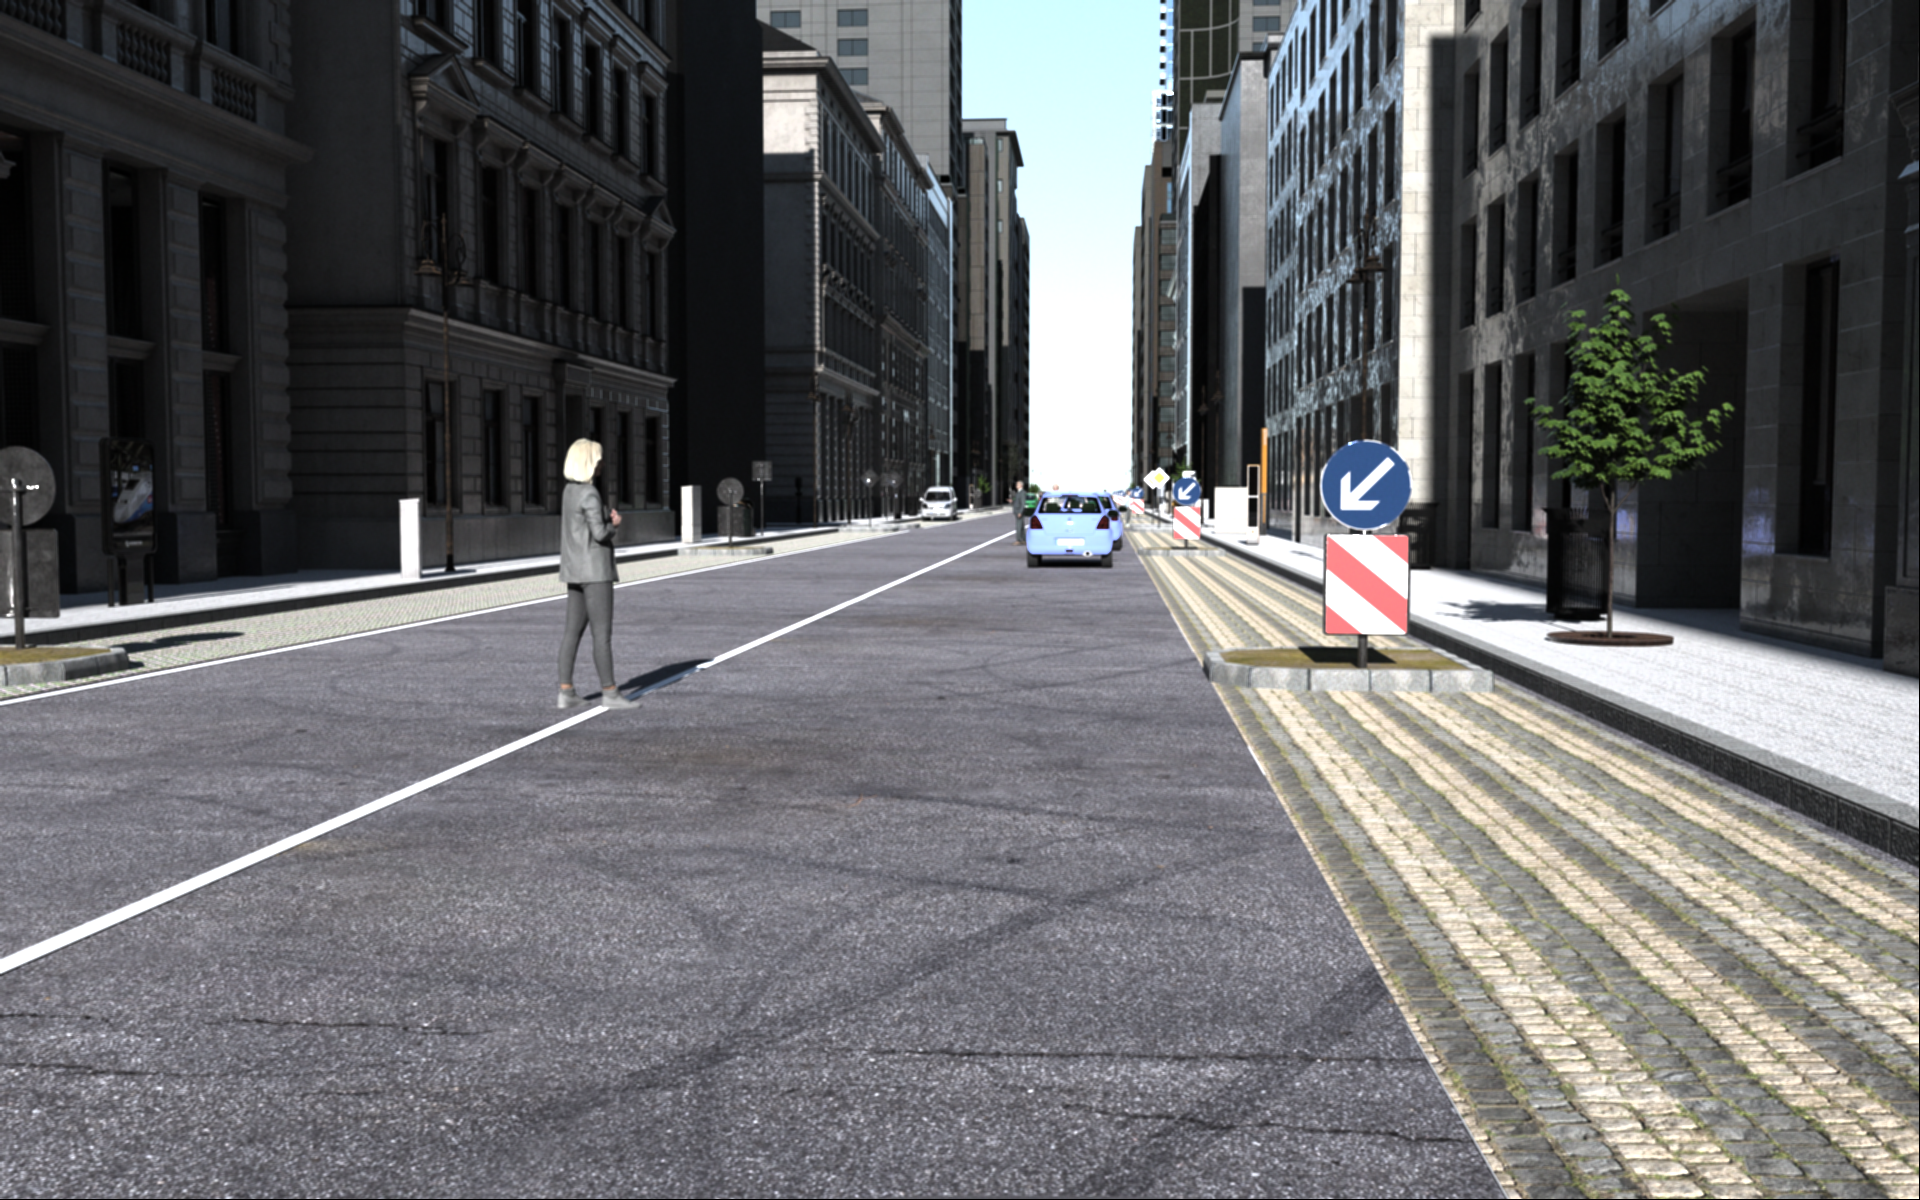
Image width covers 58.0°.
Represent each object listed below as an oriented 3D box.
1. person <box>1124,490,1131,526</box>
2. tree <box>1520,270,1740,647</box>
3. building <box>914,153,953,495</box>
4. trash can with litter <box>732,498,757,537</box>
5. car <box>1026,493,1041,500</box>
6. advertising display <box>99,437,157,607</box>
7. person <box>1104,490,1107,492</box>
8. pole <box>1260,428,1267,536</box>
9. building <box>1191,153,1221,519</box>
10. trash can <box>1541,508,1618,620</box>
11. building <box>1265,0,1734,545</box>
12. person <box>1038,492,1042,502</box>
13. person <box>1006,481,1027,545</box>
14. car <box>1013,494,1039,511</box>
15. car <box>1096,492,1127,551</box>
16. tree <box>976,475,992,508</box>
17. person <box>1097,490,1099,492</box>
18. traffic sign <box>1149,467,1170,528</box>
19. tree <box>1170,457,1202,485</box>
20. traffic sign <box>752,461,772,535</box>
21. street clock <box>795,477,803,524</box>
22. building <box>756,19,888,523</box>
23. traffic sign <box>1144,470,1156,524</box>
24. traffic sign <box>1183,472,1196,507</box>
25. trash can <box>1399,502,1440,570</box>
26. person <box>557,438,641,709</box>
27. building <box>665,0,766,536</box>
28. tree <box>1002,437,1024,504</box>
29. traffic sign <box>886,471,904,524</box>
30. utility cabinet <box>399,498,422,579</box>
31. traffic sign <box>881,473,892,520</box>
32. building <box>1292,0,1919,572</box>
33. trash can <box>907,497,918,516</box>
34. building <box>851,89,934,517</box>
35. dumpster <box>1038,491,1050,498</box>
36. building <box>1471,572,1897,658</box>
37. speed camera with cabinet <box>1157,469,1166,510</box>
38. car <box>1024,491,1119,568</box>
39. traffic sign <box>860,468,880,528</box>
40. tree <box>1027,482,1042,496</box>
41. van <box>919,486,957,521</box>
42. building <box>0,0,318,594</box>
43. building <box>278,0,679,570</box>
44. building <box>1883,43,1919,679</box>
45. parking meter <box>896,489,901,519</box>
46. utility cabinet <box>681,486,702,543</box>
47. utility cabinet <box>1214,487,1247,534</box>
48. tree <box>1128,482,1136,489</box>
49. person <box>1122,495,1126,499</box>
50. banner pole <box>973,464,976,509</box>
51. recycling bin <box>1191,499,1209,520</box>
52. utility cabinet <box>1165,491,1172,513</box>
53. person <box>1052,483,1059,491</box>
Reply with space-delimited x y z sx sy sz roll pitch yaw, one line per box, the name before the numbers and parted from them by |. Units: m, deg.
person | 7.481 -4.088 77.148 0.330 1.601 0.589 2 4 24
tree | 5.529 -1.243 14.920 1.663 3.219 1.824 0 3 0
building | -7.420 -19.130 130.794 12.078 24.808 19.932 0 4 5
trash can with litter | -6.408 -2.457 51.554 0.624 1.170 1.055 0 4 4
car | 5.471 -7.964 139.259 2.155 1.783 4.494 0 4 3
advertising display | -9.622 -0.908 20.066 0.123 1.923 0.974 0 4 4
person | 12.810 -8.814 152.606 0.705 1.824 1.348 -1 4 -16
pole | 9.391 -3.652 53.558 0.158 3.312 0.155 0 3 0
building | 19.521 -16.296 96.123 12.332 23.373 15.834 0 4 5
trash can | 6.357 -0.377 17.812 0.748 1.137 0.748 0 3 0
building | 15.672 -12.209 54.368 10.420 20.320 16.860 0 4 5
person | 11.683 -14.835 251.856 0.445 1.727 0.742 3 4 37
person | 1.622 -2.463 48.947 0.590 1.801 0.661 0 4 -8
car | 5.183 -7.689 134.506 1.959 1.807 4.718 0 4 7
car | 3.387 -2.179 45.213 1.945 1.707 3.694 0 4 6
tree | 1.877 -9.958 157.411 1.663 3.219 1.824 0 3 0
person | 14.891 -10.966 187.654 0.709 1.838 0.599 2 4 23
traffic sign | 7.480 -3.757 65.064 0.795 2.450 0.064 0 4 5
tree | 11.700 -5.819 89.745 1.663 3.219 1.824 0 3 0
traffic sign | -6.120 -3.143 53.520 0.606 2.300 0.079 0 4 7
street clock | -6.977 -4.304 74.948 0.358 2.002 0.471 0 4 4
building | -10.252 -15.688 85.379 11.050 23.489 19.941 0 4 5
traffic sign | 8.135 -4.243 73.023 0.795 2.450 0.064 0 4 5
traffic sign | 10.331 -4.642 78.024 0.606 2.300 0.079 1 4 9
trash can | 7.788 -1.091 29.488 0.748 1.137 0.748 0 3 0
person | -2.463 -0.183 11.670 0.526 1.800 0.537 -1 4 -23
building | -15.723 -14.047 59.340 15.834 23.373 12.332 0 4 5
tree | 6.226 -16.379 218.161 4.360 8.622 3.978 0 3 0
traffic sign | -2.771 -4.299 73.937 0.795 2.450 0.064 0 4 5
utility cabinet | -8.431 -0.943 26.580 0.306 1.237 1.020 -1 4 -16
traffic sign | -3.564 -5.031 84.386 0.606 2.300 0.079 1 4 13
building | 13.503 -11.187 37.660 10.420 20.320 16.860 0 4 5
trash can | -2.772 -5.465 101.002 0.748 1.137 0.748 0 3 0
building | -8.968 -18.988 107.713 12.463 27.353 25.104 0 4 5
dumpster | 12.795 -15.504 261.702 1.865 1.857 1.264 0 4 6
building | 12.967 -10.157 20.819 10.420 20.320 16.860 0 4 5
speed camera with cabinet | 16.036 -8.719 136.889 0.660 3.252 2.038 1 4 18
car | 2.239 -1.554 34.997 1.945 1.707 3.694 0 4 4
traffic sign | -3.426 -3.813 65.979 0.795 2.450 0.064 0 4 5
tree | 12.126 -17.388 278.890 1.663 3.219 1.824 0 3 0
van | -1.100 -5.180 91.707 2.013 2.044 4.112 0 4 4
building | -16.319 -11.611 18.713 11.050 23.489 19.941 0 4 5
building | -13.240 -10.618 38.237 10.561 19.102 19.286 0 4 5
building | 10.640 -9.390 2.678 9.793 20.994 18.267 0 4 5
parking meter | -3.182 -4.893 88.404 0.372 1.533 0.369 0 3 0
utility cabinet | -7.026 -2.236 45.243 0.318 1.500 1.173 0 4 3
utility cabinet | 8.786 -2.871 55.625 1.173 1.500 0.318 1 4 22
tree | 24.706 -15.529 248.493 1.663 3.219 1.824 0 3 0
person | 16.197 -9.751 168.641 0.721 1.743 1.217 -2 4 -33
banner pole | 1.194 -9.441 144.382 0.401 3.779 0.863 1 4 21
recycling bin | 12.106 -4.582 87.476 0.722 1.027 0.722 -1 4 -16
utility cabinet | 14.153 -6.640 117.236 0.318 1.500 1.173 1 4 22
person | 2.862 -2.697 53.086 0.515 1.767 0.782 0 4 5
